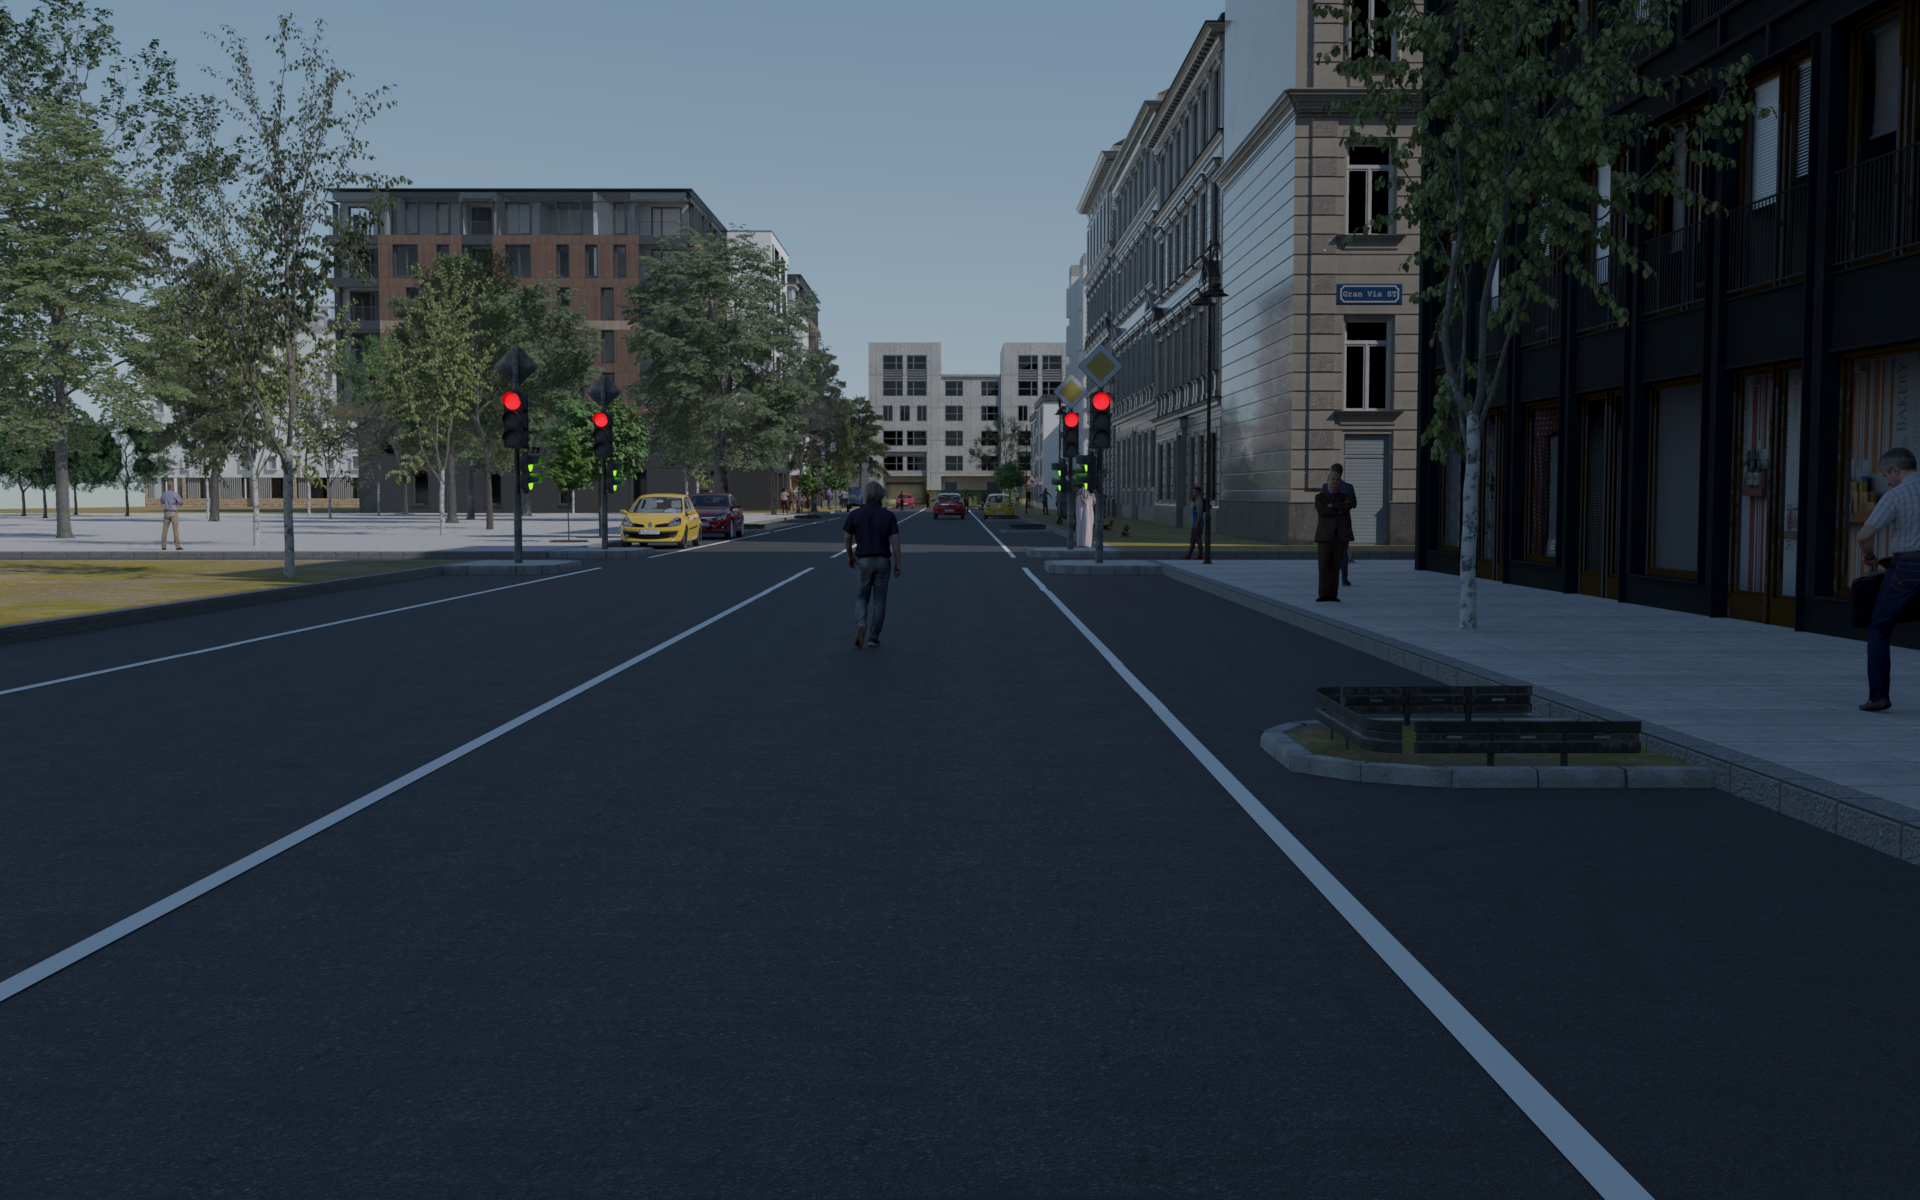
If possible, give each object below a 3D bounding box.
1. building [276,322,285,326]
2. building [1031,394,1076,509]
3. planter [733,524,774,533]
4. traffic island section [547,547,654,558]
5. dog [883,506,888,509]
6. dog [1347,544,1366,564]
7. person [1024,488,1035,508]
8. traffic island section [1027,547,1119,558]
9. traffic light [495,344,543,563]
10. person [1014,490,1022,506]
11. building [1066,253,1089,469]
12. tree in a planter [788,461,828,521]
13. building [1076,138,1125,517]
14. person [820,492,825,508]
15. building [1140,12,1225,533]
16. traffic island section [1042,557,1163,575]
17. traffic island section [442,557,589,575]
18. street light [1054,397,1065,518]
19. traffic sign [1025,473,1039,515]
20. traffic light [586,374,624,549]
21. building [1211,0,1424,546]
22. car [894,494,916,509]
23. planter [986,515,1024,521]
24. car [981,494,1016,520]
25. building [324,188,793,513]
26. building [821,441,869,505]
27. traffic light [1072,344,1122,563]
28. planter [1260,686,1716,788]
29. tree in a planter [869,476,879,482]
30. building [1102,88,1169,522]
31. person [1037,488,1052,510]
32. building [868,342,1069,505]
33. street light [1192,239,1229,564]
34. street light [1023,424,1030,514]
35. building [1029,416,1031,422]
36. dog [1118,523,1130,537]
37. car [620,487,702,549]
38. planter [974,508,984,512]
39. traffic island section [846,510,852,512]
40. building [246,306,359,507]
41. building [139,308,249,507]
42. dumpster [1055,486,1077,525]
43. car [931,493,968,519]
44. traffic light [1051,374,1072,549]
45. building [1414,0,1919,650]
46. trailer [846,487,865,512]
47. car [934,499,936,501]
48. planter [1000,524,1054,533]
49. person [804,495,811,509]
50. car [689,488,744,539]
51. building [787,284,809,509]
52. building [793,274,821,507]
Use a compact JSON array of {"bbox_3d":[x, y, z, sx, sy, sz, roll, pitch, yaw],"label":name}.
[{"bbox_3d":[-67.204,-22.778,216.387,32.646,21.610,27.936,0,4,0],"label":"building"},{"bbox_3d":[11.451,-12.475,146.114,9.099,9.664,28.070,0,4,0],"label":"building"},{"bbox_3d":[-8.030,-2.679,64.948,1.991,0.319,1.994,0,4,0],"label":"planter"},{"bbox_3d":[-8.258,-1.095,40.192,2.009,0.180,2.903,0,4,0],"label":"traffic island section"},{"bbox_3d":[-3.513,-4.253,86.379,0.800,0.831,0.513,-1,4,-19],"label":"dog"},{"bbox_3d":[7.131,-1.083,32.082,0.800,0.831,0.513,2,4,27],"label":"dog"},{"bbox_3d":[6.430,-9.484,161.114,1.348,1.822,0.705,-2,4,-33],"label":"person"},{"bbox_3d":[2.583,-1.098,40.229,2.009,0.180,2.903,0,4,0],"label":"traffic island section"},{"bbox_3d":[-8.187,-2.620,32.074,0.839,4.213,0.868,0,4,0],"label":"traffic light"},{"bbox_3d":[6.037,-10.633,180.830,0.756,1.711,0.436,1,4,14],"label":"person"},{"bbox_3d":[15.866,-16.496,126.123,16.016,20.091,11.380,0,4,0],"label":"building"},{"bbox_3d":[-8.130,-5.843,92.762,1.991,3.239,1.994,0,4,0],"label":"tree in a planter"},{"bbox_3d":[13.237,-16.916,105.459,11.050,23.489,19.941,0,4,0],"label":"building"},{"bbox_3d":[-12.911,-9.541,162.854,0.721,1.723,1.217,0,4,7],"label":"person"},{"bbox_3d":[13.016,-12.249,64.902,10.561,19.102,19.286,0,4,0],"label":"building"},{"bbox_3d":[2.614,-0.609,32.244,2.009,0.180,2.903,0,4,0],"label":"traffic island section"},{"bbox_3d":[-8.227,-0.607,32.207,2.009,0.180,2.903,0,4,0],"label":"traffic island section"},{"bbox_3d":[4.410,-6.350,76.605,0.468,5.910,1.993,0,4,0],"label":"street light"},{"bbox_3d":[4.437,-6.529,106.755,0.884,2.594,0.081,0,4,3],"label":"traffic sign"},{"bbox_3d":[-8.218,-3.108,40.059,0.839,4.213,0.868,0,4,0],"label":"traffic light"},{"bbox_3d":[20.281,-15.337,48.018,25.104,27.353,12.463,0,4,0],"label":"building"},{"bbox_3d":[-5.443,-9.937,171.512,2.155,1.783,4.494,0,4,-1],"label":"car"},{"bbox_3d":[2.384,-4.324,91.831,1.991,0.319,1.994,0,4,0],"label":"planter"},{"bbox_3d":[2.203,-5.389,98.330,2.015,1.641,3.980,0,3,0],"label":"car"},{"bbox_3d":[-28.491,-17.630,132.233,27.936,21.610,32.646,0,4,0],"label":"building"},{"bbox_3d":[-24.701,-16.181,206.712,28.070,9.664,9.099,0,4,0],"label":"building"},{"bbox_3d":[2.574,-2.623,32.131,0.839,4.213,0.868,0,4,0],"label":"traffic light"},{"bbox_3d":[2.696,0.716,9.432,1.991,0.319,1.994,0,4,0],"label":"planter"},{"bbox_3d":[-8.434,-10.510,169.060,1.991,3.239,1.994,0,4,0],"label":"tree in a planter"},{"bbox_3d":[13.623,-15.218,84.979,11.583,22.565,21.152,0,4,0],"label":"building"},{"bbox_3d":[6.049,-7.132,123.471,1.217,1.723,0.721,2,4,34],"label":"person"},{"bbox_3d":[5.062,-21.031,210.316,31.486,18.905,16.747,0,4,0],"label":"building"},{"bbox_3d":[4.551,-3.601,31.665,0.468,5.910,1.993,0,4,0],"label":"street light"},{"bbox_3d":[4.376,-8.637,114.004,0.468,5.910,1.993,0,4,0],"label":"street light"},{"bbox_3d":[12.125,-14.189,174.134,9.099,9.664,28.070,0,4,0],"label":"building"},{"bbox_3d":[4.897,-2.104,52.140,0.748,0.427,0.550,-2,4,-34],"label":"dog"},{"bbox_3d":[-8.024,-2.223,46.570,2.015,1.641,3.980,0,4,0],"label":"car"},{"bbox_3d":[2.180,-7.395,142.042,1.991,0.319,1.994,0,4,0],"label":"planter"},{"bbox_3d":[-8.331,-7.300,142.213,1.991,0.108,1.994,0,4,0],"label":"traffic island section"},{"bbox_3d":[-65.110,-19.818,180.442,11.380,20.091,16.016,0,4,0],"label":"building"},{"bbox_3d":[-76.493,-19.860,181.130,11.380,20.091,16.016,0,4,0],"label":"building"},{"bbox_3d":[4.675,-4.084,72.537,1.264,1.857,1.865,0,4,0],"label":"dumpster"},{"bbox_3d":[-0.623,-5.572,100.138,2.155,1.783,4.494,0,3,0],"label":"car"},{"bbox_3d":[2.543,-3.111,40.116,0.839,4.213,0.868,0,4,0],"label":"traffic light"},{"bbox_3d":[13.854,-11.681,20.662,12.332,23.373,15.834,0,4,0],"label":"building"},{"bbox_3d":[-8.330,-7.994,137.744,1.471,1.999,3.904,0,4,0],"label":"trailer"},{"bbox_3d":[-1.469,-9.069,160.858,1.945,1.354,3.894,0,4,0],"label":"car"},{"bbox_3d":[2.482,-2.676,64.887,1.991,0.319,1.994,0,4,0],"label":"planter"},{"bbox_3d":[-12.728,-8.504,145.175,0.705,1.812,1.348,-2,4,-26],"label":"person"},{"bbox_3d":[-8.135,-2.897,56.400,2.155,1.783,4.494,0,3,0],"label":"car"},{"bbox_3d":[-21.431,-18.218,154.279,16.016,20.091,11.380,0,4,0],"label":"building"},{"bbox_3d":[-31.100,-20.236,174.828,32.646,21.610,27.936,0,4,0],"label":"building"}]
